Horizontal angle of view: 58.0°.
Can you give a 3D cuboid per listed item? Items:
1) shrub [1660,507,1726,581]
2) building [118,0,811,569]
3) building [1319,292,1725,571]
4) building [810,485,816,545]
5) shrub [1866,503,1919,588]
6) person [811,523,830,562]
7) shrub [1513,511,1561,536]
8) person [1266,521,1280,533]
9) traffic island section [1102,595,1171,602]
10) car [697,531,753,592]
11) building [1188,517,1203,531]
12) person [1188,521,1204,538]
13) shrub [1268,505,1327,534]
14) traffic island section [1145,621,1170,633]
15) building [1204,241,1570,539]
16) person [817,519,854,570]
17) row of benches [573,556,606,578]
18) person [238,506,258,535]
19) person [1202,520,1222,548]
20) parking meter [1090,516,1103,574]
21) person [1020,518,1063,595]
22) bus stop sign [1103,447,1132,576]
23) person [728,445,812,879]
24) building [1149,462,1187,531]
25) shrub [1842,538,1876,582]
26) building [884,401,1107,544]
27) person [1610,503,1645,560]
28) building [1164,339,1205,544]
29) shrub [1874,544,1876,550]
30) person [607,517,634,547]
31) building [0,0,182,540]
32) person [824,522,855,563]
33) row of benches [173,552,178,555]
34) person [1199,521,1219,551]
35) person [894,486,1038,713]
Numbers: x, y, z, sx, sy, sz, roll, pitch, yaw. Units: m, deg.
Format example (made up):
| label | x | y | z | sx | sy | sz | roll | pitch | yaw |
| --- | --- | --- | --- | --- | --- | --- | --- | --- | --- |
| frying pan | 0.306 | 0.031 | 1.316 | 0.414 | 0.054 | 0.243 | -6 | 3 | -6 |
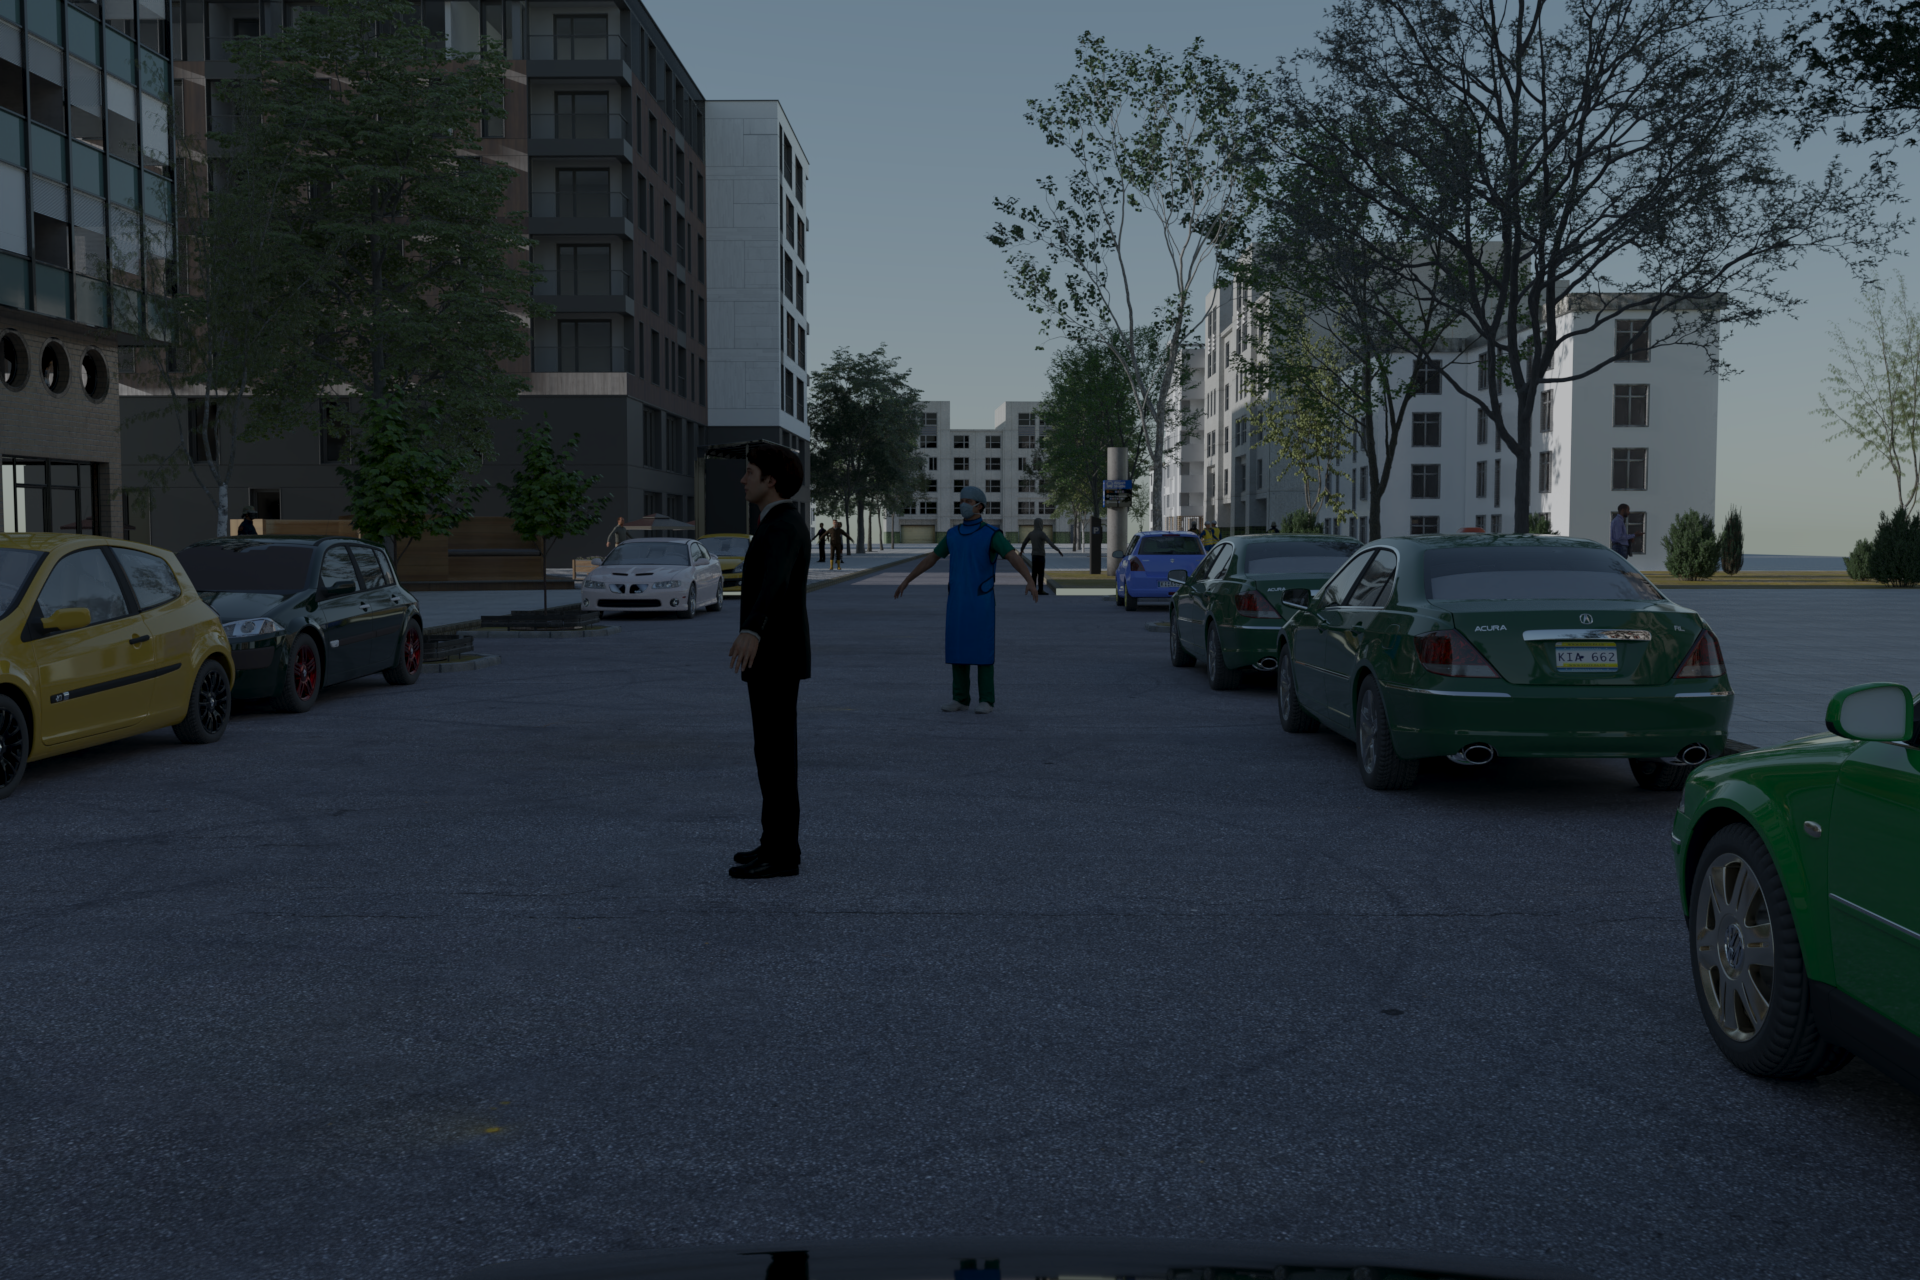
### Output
| label | x | y | z | sx | sy | sz | roll | pitch | yaw |
| --- | --- | --- | --- | --- | --- | --- | --- | --- | --- |
| shrub | 20.016 | -2.623 | 47.301 | 1.690 | 2.028 | 1.600 | 0 | 3 | 0 |
| building | -22.508 | -14.432 | 79.931 | 27.936 | 21.610 | 32.646 | 0 | 4 | 1 |
| building | 22.381 | -8.086 | 74.352 | 9.099 | 9.664 | 28.070 | 0 | 4 | 2 |
| building | -21.397 | -16.024 | 204.132 | 9.099 | 9.664 | 28.070 | 0 | 4 | 1 |
| shrub | 22.720 | -2.284 | 41.755 | 1.690 | 2.028 | 1.600 | 0 | 3 | 0 |
| person | -6.288 | -4.423 | 78.542 | 0.704 | 1.802 | 1.346 | -3 | 5 | -42 |
| shrub | 18.320 | -3.104 | 55.162 | 1.690 | 2.028 | 1.600 | 0 | 3 | 0 |
| person | 14.301 | -4.474 | 78.937 | 1.354 | 1.856 | 0.705 | 1 | 4 | 22 |
| traffic island section | 4.101 | -0.903 | 37.638 | 1.991 | 0.108 | 1.994 | 0 | 4 | 1 |
| car | -5.342 | -1.786 | 39.424 | 2.015 | 1.641 | 3.980 | 0 | 4 | 1 |
| building | 29.512 | -20.092 | 184.930 | 16.016 | 20.090 | 11.380 | 0 | 4 | 1 |
| person | 10.293 | -4.305 | 76.148 | 1.354 | 1.858 | 0.705 | -1 | 4 | -9 |
| shrub | 9.353 | -2.668 | 47.663 | 1.661 | 2.075 | 1.752 | 0 | 3 | 0 |
| traffic island section | 3.788 | -0.186 | 25.912 | 1.991 | 0.108 | 1.994 | 0 | 4 | 1 |
| building | 26.230 | -15.104 | 113.409 | 16.747 | 18.905 | 31.486 | 0 | 4 | 1 |
| person | -4.466 | -3.422 | 62.093 | 1.346 | 1.812 | 0.704 | 0 | 4 | -7 |
| row of benches | -9.209 | -2.032 | 48.679 | 4.104 | 0.672 | 1.422 | 2 | 4 | 34 |
| person | -14.105 | -1.749 | 34.465 | 0.704 | 1.845 | 1.351 | 0 | 4 | -5 |
| person | 10.036 | -3.831 | 68.606 | 0.705 | 1.833 | 1.349 | 3 | 5 | 41 |
| parking meter | 4.340 | -3.029 | 55.235 | 0.399 | 1.863 | 0.255 | 0 | 4 | 0 |
| person | 1.862 | -1.967 | 40.741 | 0.705 | 1.813 | 1.348 | -3 | 5 | -44 |
| bus stop sign | 4.806 | -3.904 | 52.851 | 0.837 | 3.901 | 0.837 | 0 | 4 | 2 |
| person | -0.816 | 0.079 | 7.347 | 0.705 | 1.806 | 1.347 | 0 | 4 | -4 |
| building | 27.892 | -15.914 | 202.344 | 9.099 | 9.664 | 28.070 | 0 | 4 | 1 |
| shrub | 24.444 | -2.186 | 46.856 | 1.383 | 1.207 | 1.383 | 0 | 3 | 0 |
| building | 5.461 | -22.509 | 236.929 | 31.486 | 18.905 | 16.747 | 0 | 4 | -4 |
| person | 12.193 | -1.575 | 31.660 | 0.599 | 1.838 | 0.709 | 1 | 4 | 17 |
| building | 25.097 | -19.089 | 168.530 | 16.016 | 20.090 | 11.380 | 0 | 4 | 1 |
| shrub | 29.323 | -2.690 | 55.099 | 1.383 | 1.207 | 1.383 | 0 | 3 | 0 |
| person | -10.228 | -2.819 | 52.368 | 0.705 | 1.796 | 1.348 | 2 | 4 | 33 |
| building | -30.769 | -13.246 | 23.152 | 21.656 | 26.213 | 47.522 | 0 | 4 | 1 |
| person | -5.300 | -4.270 | 75.966 | 1.345 | 1.843 | 0.704 | -1 | 4 | -16 |
| row of benches | -26.649 | -2.724 | 59.994 | 1.422 | 0.672 | 4.104 | -3 | 4 | -37 |
| person | 9.301 | -3.558 | 64.630 | 1.216 | 1.772 | 0.721 | -3 | 5 | -42 |
| person | 0.078 | -0.327 | 13.934 | 1.347 | 1.817 | 0.704 | 2 | 4 | 33 |
